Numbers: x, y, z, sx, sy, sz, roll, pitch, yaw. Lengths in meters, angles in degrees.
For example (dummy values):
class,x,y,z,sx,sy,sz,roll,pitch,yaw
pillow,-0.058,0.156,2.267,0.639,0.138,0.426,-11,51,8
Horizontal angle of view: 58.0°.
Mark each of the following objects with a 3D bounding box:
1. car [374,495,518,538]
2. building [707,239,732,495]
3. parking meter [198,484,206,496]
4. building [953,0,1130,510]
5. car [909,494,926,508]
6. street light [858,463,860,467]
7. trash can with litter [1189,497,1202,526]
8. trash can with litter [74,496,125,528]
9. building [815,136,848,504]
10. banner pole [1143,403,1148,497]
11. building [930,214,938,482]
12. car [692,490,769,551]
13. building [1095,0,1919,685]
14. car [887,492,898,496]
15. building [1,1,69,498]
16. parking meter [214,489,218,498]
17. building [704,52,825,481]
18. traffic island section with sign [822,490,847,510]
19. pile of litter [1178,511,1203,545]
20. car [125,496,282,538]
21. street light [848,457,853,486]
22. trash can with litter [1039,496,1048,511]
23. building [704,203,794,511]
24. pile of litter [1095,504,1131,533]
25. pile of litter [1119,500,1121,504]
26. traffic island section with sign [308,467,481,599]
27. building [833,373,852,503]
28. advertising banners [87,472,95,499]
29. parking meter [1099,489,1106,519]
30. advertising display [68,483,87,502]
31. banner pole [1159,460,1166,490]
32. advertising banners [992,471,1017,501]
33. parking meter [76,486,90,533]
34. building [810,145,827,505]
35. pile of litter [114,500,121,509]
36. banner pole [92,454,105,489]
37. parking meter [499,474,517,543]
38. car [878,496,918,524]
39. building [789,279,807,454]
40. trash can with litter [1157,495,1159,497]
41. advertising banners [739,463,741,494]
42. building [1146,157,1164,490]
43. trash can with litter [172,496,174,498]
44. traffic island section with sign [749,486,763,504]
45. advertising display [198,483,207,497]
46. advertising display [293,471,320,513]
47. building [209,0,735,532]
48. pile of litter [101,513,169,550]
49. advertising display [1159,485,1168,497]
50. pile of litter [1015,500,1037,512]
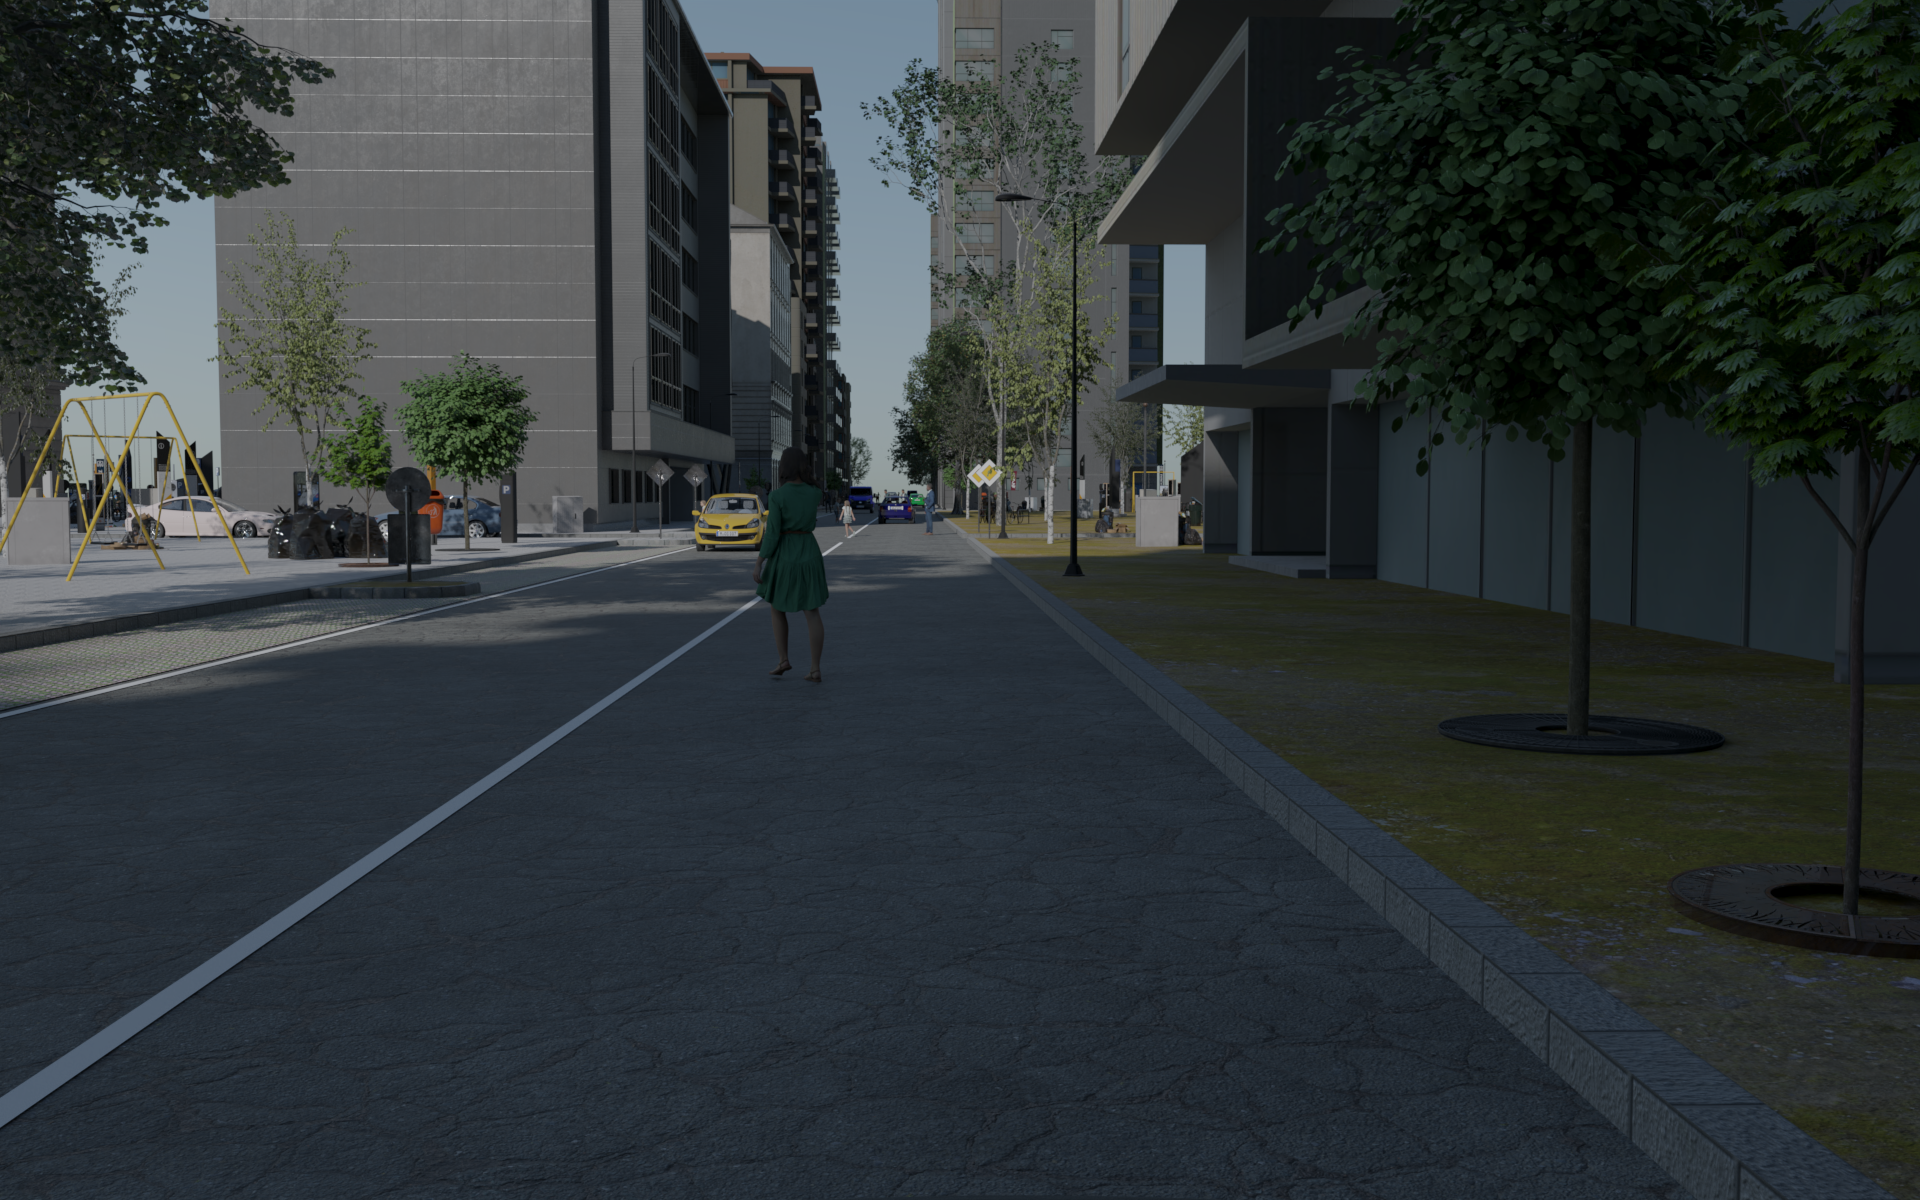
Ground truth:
class,x,y,z,sx,sy,sz,roll,pitch,yaw
car,-16.146,-2.576,54.114,4.499,1.417,2.014,0,4,0
building,-21.334,-14.011,96.540,16.820,18.784,16.811,0,4,-2
parking meter,-41.346,-5.423,94.376,0.255,1.863,0.399,3,5,43
building,6.410,-28.151,143.859,14.154,41.232,14.086,0,4,-2
car,-4.477,-10.387,178.625,1.959,1.807,4.718,0,4,-3
street light,-15.720,-17.697,261.886,1.470,5.913,1.316,0,4,-2
trash can with litter,9.635,-3.528,69.074,1.055,1.170,0.624,1,4,9
trash can with litter,-32.832,-3.390,66.484,2.233,1.210,1.678,-2,4,-31
building,-27.308,-37.397,231.049,23.786,49.044,30.456,0,4,-2
banner pole,5.082,-3.522,47.597,0.401,3.779,0.863,0,4,6
building,2.673,-34.900,254.202,14.154,41.232,14.086,0,4,-2
car,-5.807,-2.099,44.540,2.015,1.641,3.980,0,4,-2
building,16.670,-26.594,24.057,28.713,52.752,27.495,0,4,-2
car,-11.373,-17.152,289.100,2.281,1.827,5.304,0,4,-3
building,-47.051,-16.825,62.482,23.554,28.519,14.401,0,4,-2
parking meter,-37.392,-4.824,87.286,0.372,1.533,0.369,0,3,0
building,-25.234,-31.824,174.947,22.147,44.769,28.867,0,4,-2
traffic island section with sign,-11.506,-9.086,157.188,1.989,1.847,2.006,0,4,-2
pile of litter,5.747,-1.824,43.793,1.176,0.858,1.719,-2,4,-29
car,-23.295,-2.529,53.714,4.827,1.381,2.083,0,4,0
street light,-14.476,-14.942,216.837,1.470,5.913,1.316,0,4,-2
trash can with litter,6.283,-7.235,129.685,0.624,1.170,1.055,1,4,18
building,-17.021,-16.576,120.171,9.793,20.994,18.267,0,4,-2
pile of litter,5.183,-2.696,58.047,1.719,0.858,1.176,-3,5,-43
pile of litter,11.868,-7.207,131.807,1.176,0.858,1.719,-2,4,-24
traffic island section with sign,-7.904,-0.970,24.489,1.989,1.847,2.006,0,4,-2
building,-30.770,-25.492,261.826,27.650,21.520,28.899,0,4,-2
advertising banners,-64.798,-8.092,128.498,2.074,3.025,0.090,-3,5,-44
parking meter,7.476,-5.040,90.813,0.372,1.533,0.369,0,3,0
advertising display,-50.851,-5.789,99.864,0.974,1.923,0.123,-1,4,-12
banner pole,15.071,-8.485,128.748,0.401,3.779,0.863,-2,4,-32
advertising banners,3.382,-8.254,131.142,2.074,3.025,0.090,2,4,26
parking meter,-28.833,-2.969,56.949,0.372,1.533,0.369,0,3,0
building,-22.698,-31.419,197.292,14.154,41.232,14.086,0,4,-2
pile of litter,-58.416,-6.464,119.656,1.176,0.858,1.719,0,4,-6
banner pole,-53.775,-7.219,108.053,0.863,3.779,0.401,-1,4,-9
parking meter,-11.803,-2.419,45.258,0.399,1.863,0.255,1,4,12
car,-3.046,-4.372,84.062,1.945,1.354,3.894,0,4,0
building,-27.695,-18.445,146.615,27.650,21.520,28.899,0,4,-2
trash can with litter,14.821,-7.349,131.208,1.678,1.210,2.233,-2,4,-33
advertising banners,-11.046,-5.544,86.826,0.090,3.025,2.074,0,4,-8
building,8.733,-38.110,165.091,21.231,58.520,28.212,0,4,-2
trash can with litter,-41.374,-4.907,91.283,2.233,1.210,1.678,0,4,8
traffic island section with sign,-9.425,-4.388,80.371,1.989,1.847,2.006,0,4,-2
advertising display,-43.495,-5.712,98.604,0.123,1.923,0.974,2,4,34
advertising display,-18.519,-2.685,49.114,0.123,1.923,0.974,1,4,18
building,-18.069,-15.489,72.309,14.314,24.678,30.058,0,4,-2
pile of litter,-19.143,-1.601,40.144,1.719,0.858,1.176,3,4,37
advertising display,14.724,-7.310,124.727,0.123,1.923,0.974,-2,4,-34
pile of litter,4.801,-6.819,125.462,1.719,0.858,1.176,0,4,-6
